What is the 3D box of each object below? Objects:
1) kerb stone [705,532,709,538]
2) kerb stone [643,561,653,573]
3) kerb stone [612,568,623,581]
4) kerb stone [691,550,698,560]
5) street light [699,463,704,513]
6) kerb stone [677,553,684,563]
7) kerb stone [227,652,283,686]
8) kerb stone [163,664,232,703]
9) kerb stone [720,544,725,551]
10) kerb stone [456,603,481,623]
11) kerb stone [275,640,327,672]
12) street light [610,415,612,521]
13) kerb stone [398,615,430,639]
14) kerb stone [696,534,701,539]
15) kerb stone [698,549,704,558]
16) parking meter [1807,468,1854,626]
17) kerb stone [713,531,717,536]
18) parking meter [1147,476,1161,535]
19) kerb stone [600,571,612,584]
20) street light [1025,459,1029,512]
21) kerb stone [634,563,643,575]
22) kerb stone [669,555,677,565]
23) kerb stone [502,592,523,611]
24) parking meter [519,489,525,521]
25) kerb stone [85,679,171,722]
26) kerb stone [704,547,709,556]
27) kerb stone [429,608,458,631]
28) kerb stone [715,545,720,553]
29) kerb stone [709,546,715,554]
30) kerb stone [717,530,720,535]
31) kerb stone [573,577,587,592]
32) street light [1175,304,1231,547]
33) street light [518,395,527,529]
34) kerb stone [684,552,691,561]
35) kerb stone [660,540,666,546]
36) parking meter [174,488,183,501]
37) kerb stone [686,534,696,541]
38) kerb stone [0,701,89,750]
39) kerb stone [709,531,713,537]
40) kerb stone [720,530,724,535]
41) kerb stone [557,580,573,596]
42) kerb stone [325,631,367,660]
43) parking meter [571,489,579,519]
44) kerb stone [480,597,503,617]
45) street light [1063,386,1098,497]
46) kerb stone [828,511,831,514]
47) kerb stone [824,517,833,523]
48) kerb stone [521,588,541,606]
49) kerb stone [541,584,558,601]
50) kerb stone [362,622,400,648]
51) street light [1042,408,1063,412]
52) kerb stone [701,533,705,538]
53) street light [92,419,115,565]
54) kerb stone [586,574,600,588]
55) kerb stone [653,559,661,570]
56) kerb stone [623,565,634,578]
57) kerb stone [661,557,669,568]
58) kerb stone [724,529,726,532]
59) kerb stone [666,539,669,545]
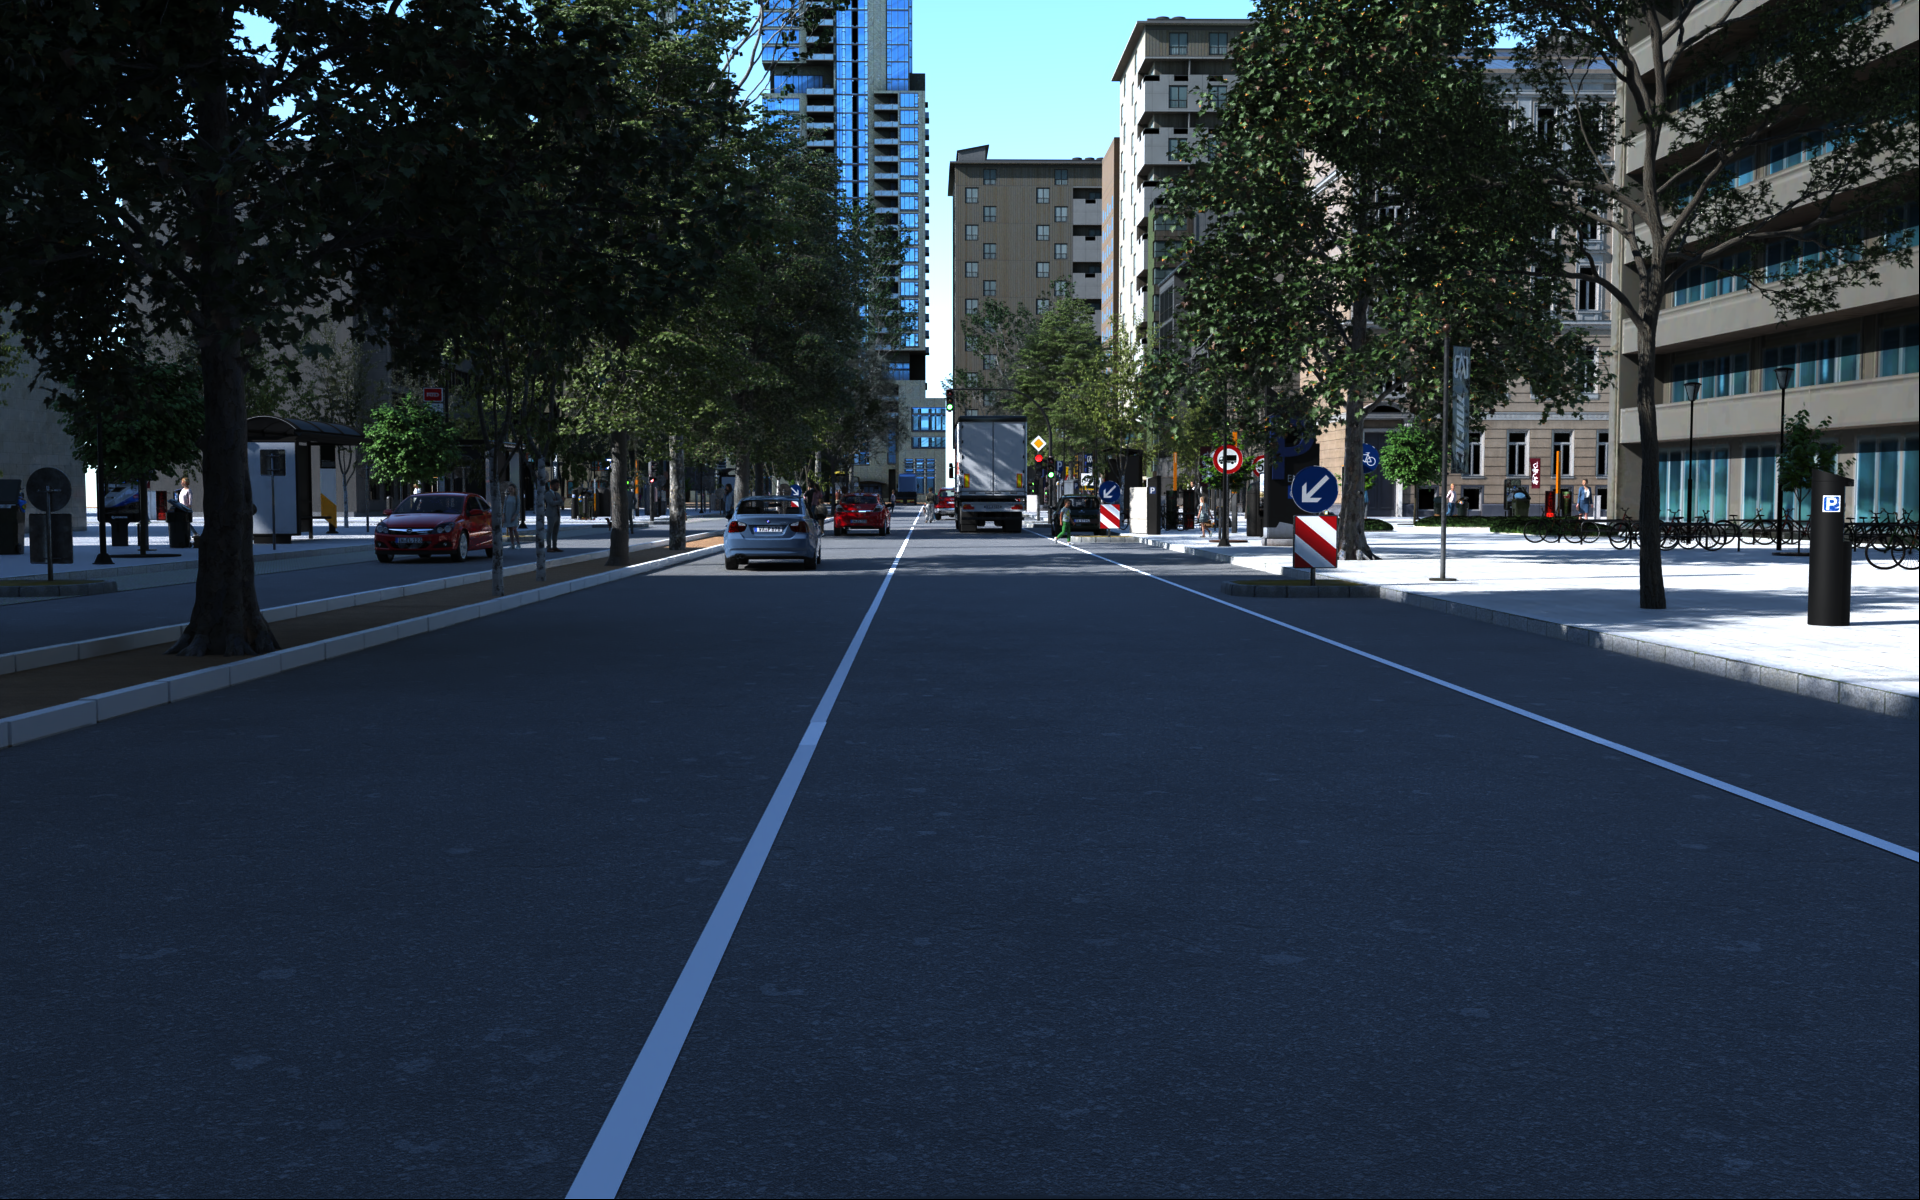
[{"bbox_3d":[-8.380,-2.092,56.402,0.120,0.150,1.000,0,4,-1],"label":"kerb stone"},{"bbox_3d":[-5.839,-0.590,31.835,0.120,0.150,1.000,0,4,-1],"label":"kerb stone"},{"bbox_3d":[-5.781,-0.402,28.762,0.120,0.150,1.000,0,4,-1],"label":"kerb stone"},{"bbox_3d":[-5.940,-0.961,38.003,0.120,0.150,1.000,0,4,-1],"label":"kerb stone"},{"bbox_3d":[-16.718,-8.740,115.441,1.470,5.913,1.316,0,4,-1],"label":"street light"},{"bbox_3d":[-5.905,-0.841,35.944,0.120,0.150,1.000,0,4,-1],"label":"kerb stone"},{"bbox_3d":[-5.506,0.541,13.406,0.120,0.150,1.000,0,4,-1],"label":"kerb stone"},{"bbox_3d":[-5.487,0.600,12.384,0.120,0.150,1.000,0,4,-1],"label":"kerb stone"},{"bbox_3d":[-6.044,-1.280,43.129,0.120,0.150,1.000,0,4,-1],"label":"kerb stone"},{"bbox_3d":[-5.621,0.162,19.545,0.120,0.150,1.000,0,4,-1],"label":"kerb stone"},{"bbox_3d":[-5.528,0.476,14.427,0.120,0.150,1.000,0,4,-1],"label":"kerb stone"},{"bbox_3d":[-16.123,-6.760,83.060,1.470,5.913,1.316,0,4,-1],"label":"street light"},{"bbox_3d":[-5.584,0.287,17.501,0.120,0.150,1.000,0,4,-1],"label":"kerb stone"},{"bbox_3d":[-8.341,-1.967,54.356,0.120,0.150,1.000,0,4,-1],"label":"kerb stone"},{"bbox_3d":[-5.963,-1.029,39.027,0.120,0.150,1.000,0,4,-1],"label":"kerb stone"},{"bbox_3d":[8.519,-0.522,16.943,0.372,1.533,0.369,0,3,0],"label":"parking meter"},{"bbox_3d":[-8.423,-2.217,58.451,0.120,0.150,1.000,0,4,-1],"label":"kerb stone"},{"bbox_3d":[6.126,-2.998,54.724,0.399,1.863,0.255,2,4,34],"label":"parking meter"},{"bbox_3d":[-5.765,-0.335,27.733,0.120,0.150,1.000,0,4,-1],"label":"kerb stone"},{"bbox_3d":[4.392,-9.372,125.767,1.470,5.913,1.316,0,4,-1],"label":"street light"},{"bbox_3d":[-5.822,-0.527,30.813,0.120,0.150,1.000,0,4,-1],"label":"kerb stone"},{"bbox_3d":[-5.891,-0.776,34.921,0.120,0.150,1.000,0,4,-1],"label":"kerb stone"},{"bbox_3d":[-5.656,0.037,21.588,0.120,0.150,1.000,0,4,-1],"label":"kerb stone"},{"bbox_3d":[-20.984,-4.552,82.829,0.372,1.533,0.369,0,3,0],"label":"parking meter"},{"bbox_3d":[-5.472,0.665,11.356,0.120,0.150,1.000,0,4,-1],"label":"kerb stone"},{"bbox_3d":[-5.986,-1.091,40.049,0.120,0.150,1.000,0,4,-1],"label":"kerb stone"},{"bbox_3d":[-5.598,0.225,18.523,0.120,0.150,1.000,0,4,-1],"label":"kerb stone"},{"bbox_3d":[-6.019,-1.218,42.107,0.120,0.150,1.000,0,4,-1],"label":"kerb stone"},{"bbox_3d":[-6.003,-1.150,41.071,0.120,0.150,1.000,0,4,-1],"label":"kerb stone"},{"bbox_3d":[-8.433,-2.280,59.480,0.120,0.150,1.000,0,4,-1],"label":"kerb stone"},{"bbox_3d":[-5.732,-0.212,25.690,0.120,0.150,1.000,0,4,-1],"label":"kerb stone"},{"bbox_3d":[5.943,-4.268,42.329,1.470,5.913,1.316,0,4,-1],"label":"street light"},{"bbox_3d":[-15.743,-5.614,64.333,1.470,5.913,1.316,0,4,-1],"label":"street light"},{"bbox_3d":[-5.930,-0.903,36.981,0.120,0.150,1.000,0,4,-1],"label":"kerb stone"},{"bbox_3d":[-8.207,-1.526,47.169,0.120,0.150,1.000,0,4,-1],"label":"kerb stone"},{"bbox_3d":[-33.298,-4.002,73.841,0.372,1.533,0.369,0,3,0],"label":"parking meter"},{"bbox_3d":[-8.329,-1.901,53.335,0.120,0.150,1.000,0,4,-1],"label":"kerb stone"},{"bbox_3d":[-5.445,0.733,10.316,0.120,0.150,1.000,0,4,-1],"label":"kerb stone"},{"bbox_3d":[-8.401,-2.154,57.427,0.120,0.150,1.000,0,4,-1],"label":"kerb stone"},{"bbox_3d":[-8.453,-2.343,60.507,0.120,0.150,1.000,0,4,-1],"label":"kerb stone"},{"bbox_3d":[-5.716,-0.151,24.661,0.120,0.150,1.000,0,4,-1],"label":"kerb stone"},{"bbox_3d":[-5.544,0.412,15.458,0.120,0.150,1.000,0,4,-1],"label":"kerb stone"},{"bbox_3d":[-19.910,-4.961,89.519,0.372,1.533,0.369,0,3,0],"label":"parking meter"},{"bbox_3d":[-5.637,0.104,20.567,0.120,0.150,1.000,0,4,-1],"label":"kerb stone"},{"bbox_3d":[5.336,-6.239,74.552,1.470,5.913,1.316,0,4,-1],"label":"street light"},{"bbox_3d":[-9.727,-6.701,131.762,0.120,0.150,1.000,0,4,-1],"label":"kerb stone"},{"bbox_3d":[-6.893,-4.194,90.771,0.120,0.150,1.000,0,4,-1],"label":"kerb stone"},{"bbox_3d":[-5.674,-0.025,22.610,0.120,0.150,1.000,0,4,-1],"label":"kerb stone"},{"bbox_3d":[-5.686,-0.088,23.632,0.120,0.150,1.000,0,4,-1],"label":"kerb stone"},{"bbox_3d":[-5.565,0.350,16.479,0.120,0.150,1.000,0,4,-1],"label":"kerb stone"},{"bbox_3d":[5.048,-7.373,93.093,1.470,5.913,1.316,0,4,-1],"label":"street light"},{"bbox_3d":[-8.364,-2.030,55.380,0.120,0.150,1.000,0,4,-1],"label":"kerb stone"},{"bbox_3d":[-15.136,-3.608,31.527,1.470,5.913,1.316,0,4,-1],"label":"street light"},{"bbox_3d":[-5.748,-0.276,26.711,0.120,0.150,1.000,0,4,-1],"label":"kerb stone"},{"bbox_3d":[-5.855,-0.652,32.857,0.120,0.150,1.000,0,4,-1],"label":"kerb stone"},{"bbox_3d":[-5.796,-0.464,29.786,0.120,0.150,1.000,0,4,-1],"label":"kerb stone"},{"bbox_3d":[-5.874,-0.710,33.894,0.120,0.150,1.000,0,4,-1],"label":"kerb stone"},{"bbox_3d":[-8.468,-2.402,61.529,0.120,0.150,1.000,0,4,-1],"label":"kerb stone"},{"bbox_3d":[-8.229,-1.591,48.200,0.120,0.150,1.000,0,4,-1],"label":"kerb stone"}]
